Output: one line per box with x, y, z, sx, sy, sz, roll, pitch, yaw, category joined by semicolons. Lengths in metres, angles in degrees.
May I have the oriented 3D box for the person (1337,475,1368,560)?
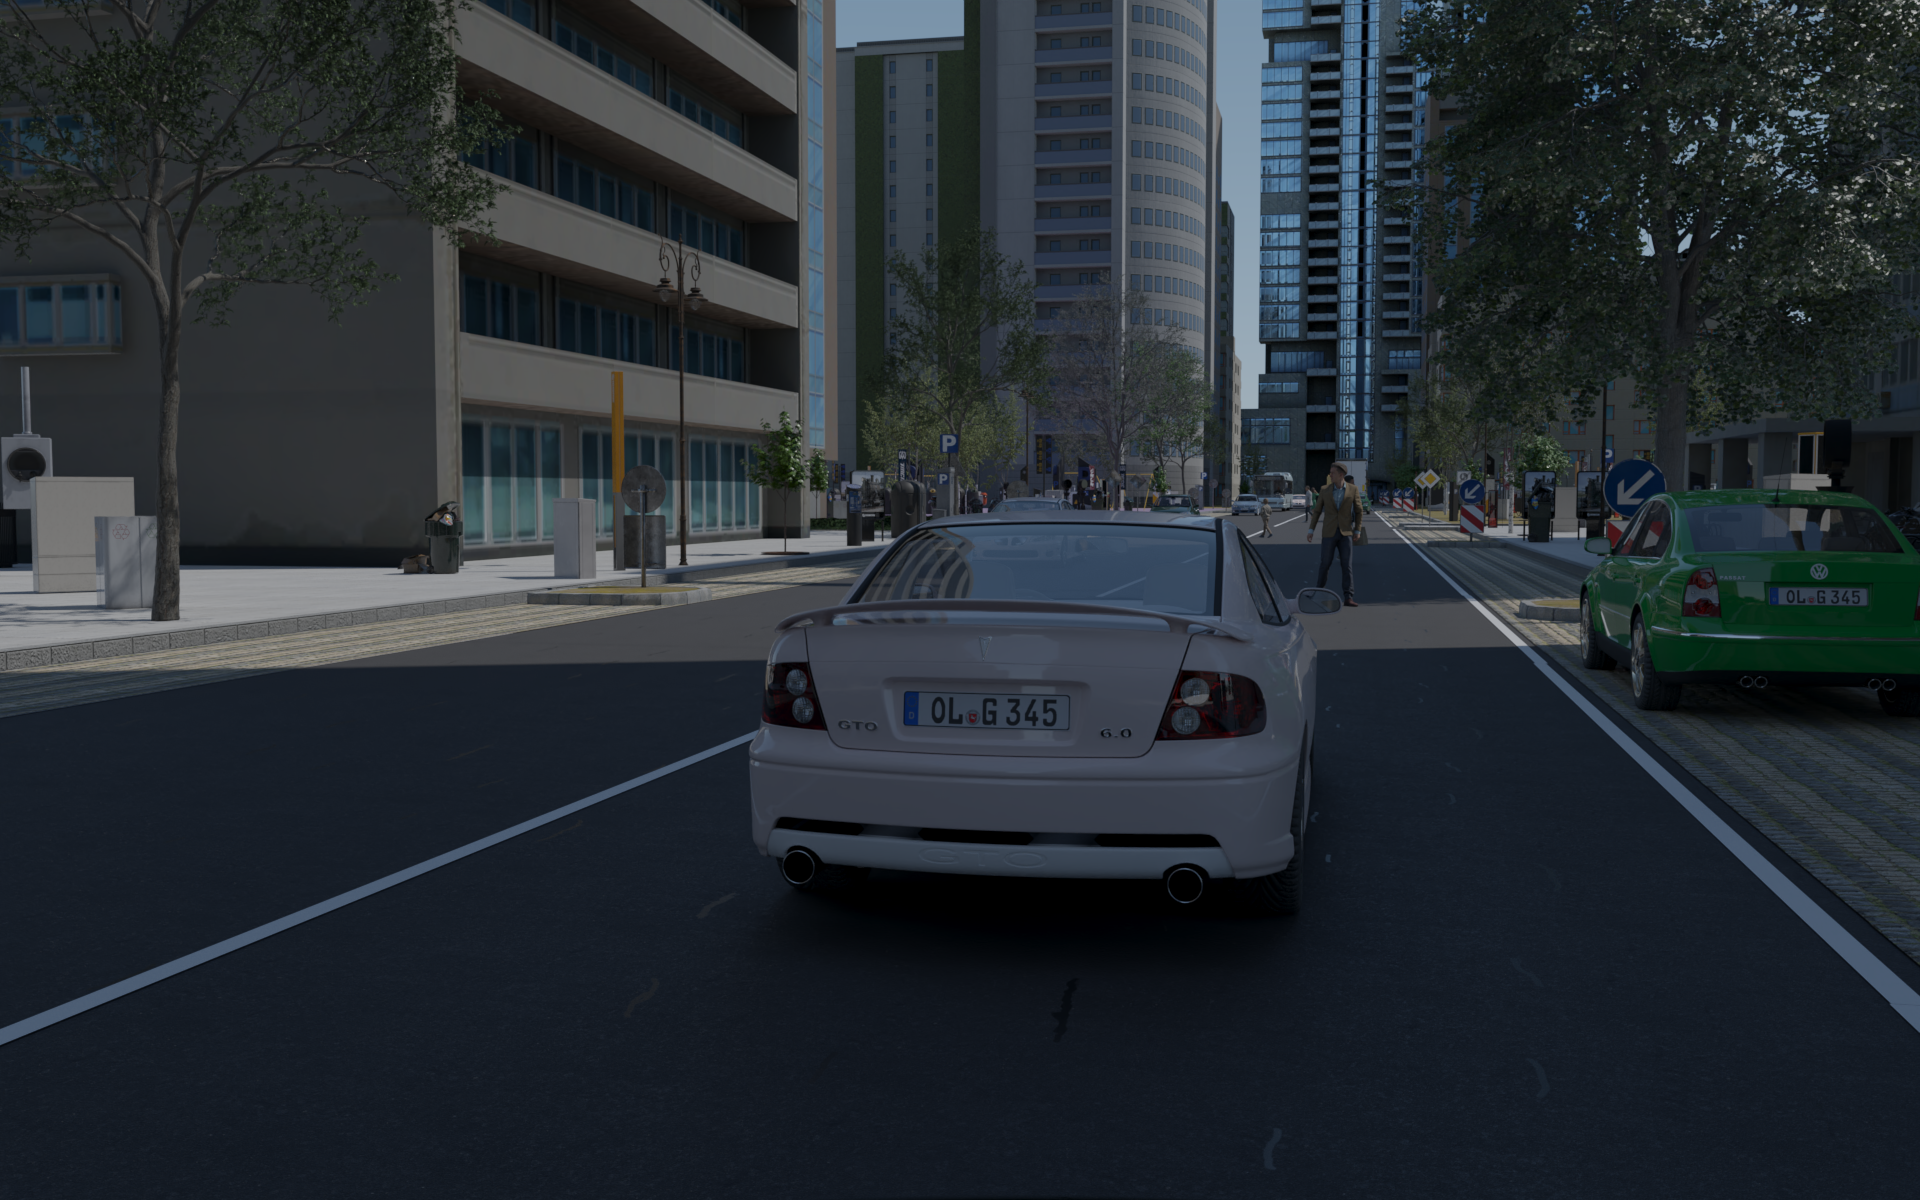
8.070;-1.682;35.982;0.794;1.824;0.713;-2;4;-25;person

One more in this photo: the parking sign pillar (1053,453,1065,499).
6.482;-7.656;113.655;1.447;3.967;1.447;1;4;20;parking sign pillar

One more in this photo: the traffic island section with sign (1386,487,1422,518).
26.274;-5.710;101.993;1.989;1.847;2.006;1;4;13;traffic island section with sign

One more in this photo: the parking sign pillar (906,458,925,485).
-3.366;-8.762;131.737;1.447;3.967;1.447;1;4;22;parking sign pillar

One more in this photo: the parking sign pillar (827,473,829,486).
-11.007;-9.083;136.972;1.447;3.967;1.447;-1;4;-14;parking sign pillar

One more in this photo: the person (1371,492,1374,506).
51.323;-12.629;215.698;0.721;1.735;1.217;3;4;38;person

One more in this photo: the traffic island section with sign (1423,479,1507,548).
13.643;-2.329;46.701;1.989;1.847;2.006;1;4;13;traffic island section with sign

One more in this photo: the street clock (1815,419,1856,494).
8.499;-0.750;16.828;0.358;2.002;0.471;2;4;24;street clock

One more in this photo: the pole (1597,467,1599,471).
48.538;-8.438;131.804;0.158;3.312;0.155;0;3;0;pole

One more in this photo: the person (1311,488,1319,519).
20.307;-5.565;99.739;0.600;1.795;0.529;3;5;41;person

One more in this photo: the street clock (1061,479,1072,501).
5.159;-4.840;83.702;0.471;2.002;0.358;-1;4;-22;street clock

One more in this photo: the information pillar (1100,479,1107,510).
7.175;-5.021;86.587;0.304;2.012;0.304;-1;4;-13;information pillar

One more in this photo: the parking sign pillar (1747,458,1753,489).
49.135;-7.340;108.476;1.447;3.967;1.447;0;4;1;parking sign pillar

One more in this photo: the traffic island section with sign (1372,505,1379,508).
43.379;-10.290;176.868;1.989;1.847;2.006;1;4;13;traffic island section with sign

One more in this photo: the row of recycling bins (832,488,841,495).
-10.067;-9.092;155.768;1.069;1.692;3.534;3;5;40;row of recycling bins

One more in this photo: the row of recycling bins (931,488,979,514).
-0.540;-6.311;110.290;3.534;1.692;1.069;0;4;8;row of recycling bins

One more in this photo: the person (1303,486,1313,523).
17.618;-4.819;87.139;0.795;1.843;0.661;0;4;5;person

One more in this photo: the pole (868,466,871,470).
-6.609;-8.092;126.146;0.158;3.312;0.155;0;3;0;pole

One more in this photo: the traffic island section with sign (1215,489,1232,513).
20.034;-7.422;129.978;1.989;1.847;2.006;1;4;13;traffic island section with sign

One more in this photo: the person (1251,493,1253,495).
26.956;-9.155;158.631;0.568;1.767;0.683;0;4;-6;person

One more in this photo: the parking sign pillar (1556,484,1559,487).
33.268;-6.710;98.185;1.447;3.967;1.447;-3;4;-39;parking sign pillar

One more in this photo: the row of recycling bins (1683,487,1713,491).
39.745;-5.279;93.422;1.069;1.692;3.534;3;5;45;row of recycling bins

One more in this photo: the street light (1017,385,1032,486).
2.465;-5.547;63.477;0.468;5.910;1.993;1;4;13;street light

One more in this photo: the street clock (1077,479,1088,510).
6.056;-4.940;85.333;0.358;2.002;0.471;3;5;44;street clock

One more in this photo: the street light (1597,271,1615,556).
13.268;-3.844;35.644;0.468;5.910;1.993;1;4;13;street light

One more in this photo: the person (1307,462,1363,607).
4.816;-0.849;22.298;0.656;1.842;0.836;-1;4;-20;person

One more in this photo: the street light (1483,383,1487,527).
20.577;-5.811;67.804;0.468;5.910;1.993;1;4;13;street light

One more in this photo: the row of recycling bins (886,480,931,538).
-1.522;-2.735;51.838;1.069;1.692;3.534;0;4;1;row of recycling bins

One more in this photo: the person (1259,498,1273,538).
10.012;-2.690;56.762;0.475;1.303;0.640;-3;5;-44;person

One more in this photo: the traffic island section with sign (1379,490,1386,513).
32.262;-7.318;128.277;1.989;1.847;2.006;1;4;13;traffic island section with sign

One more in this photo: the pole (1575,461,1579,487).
38.403;-6.974;107.870;0.158;3.312;0.155;0;3;0;pole

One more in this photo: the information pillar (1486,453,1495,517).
29.778;-6.483;97.357;0.504;3.616;0.183;0;4;1;information pillar

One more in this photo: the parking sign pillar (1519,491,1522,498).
46.832;-9.451;142.994;1.447;3.967;1.447;0;4;2;parking sign pillar

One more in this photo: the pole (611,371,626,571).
-5.703;-2.145;28.907;0.158;3.312;0.155;0;3;0;pole

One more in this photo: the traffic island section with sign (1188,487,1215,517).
13.994;-5.810;103.618;1.989;1.847;2.006;1;4;13;traffic island section with sign

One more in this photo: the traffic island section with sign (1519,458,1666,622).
7.554;-0.696;20.011;1.989;1.847;2.006;1;4;13;traffic island section with sign

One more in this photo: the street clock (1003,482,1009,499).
2.758;-6.052;103.512;0.358;2.002;0.471;1;4;16;street clock

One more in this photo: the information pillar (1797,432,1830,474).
10.265;-0.997;20.792;0.304;2.012;0.304;-1;4;-14;information pillar

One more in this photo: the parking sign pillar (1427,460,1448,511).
35.494;-8.573;128.636;1.447;3.967;1.447;0;4;-1;parking sign pillar

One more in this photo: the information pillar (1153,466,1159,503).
15.950;-9.145;140.871;0.504;3.616;0.183;0;4;-4;information pillar

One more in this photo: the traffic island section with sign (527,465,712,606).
-4.404;-0.881;23.032;1.989;1.847;2.006;1;4;13;traffic island section with sign

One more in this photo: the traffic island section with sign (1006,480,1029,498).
1.601;-2.488;49.312;1.989;1.847;2.006;1;4;13;traffic island section with sign

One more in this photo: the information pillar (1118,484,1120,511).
9.824;-6.331;108.001;0.304;2.012;0.304;0;4;-4;information pillar

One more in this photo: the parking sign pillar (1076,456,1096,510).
9.049;-8.276;123.789;1.447;3.967;1.447;1;4;17;parking sign pillar

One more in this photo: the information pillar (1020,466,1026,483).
5.176;-9.184;141.517;0.504;3.616;0.183;0;4;-3;information pillar

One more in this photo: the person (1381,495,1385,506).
48.060;-11.454;196.331;0.434;1.755;0.990;-1;4;-18;person
